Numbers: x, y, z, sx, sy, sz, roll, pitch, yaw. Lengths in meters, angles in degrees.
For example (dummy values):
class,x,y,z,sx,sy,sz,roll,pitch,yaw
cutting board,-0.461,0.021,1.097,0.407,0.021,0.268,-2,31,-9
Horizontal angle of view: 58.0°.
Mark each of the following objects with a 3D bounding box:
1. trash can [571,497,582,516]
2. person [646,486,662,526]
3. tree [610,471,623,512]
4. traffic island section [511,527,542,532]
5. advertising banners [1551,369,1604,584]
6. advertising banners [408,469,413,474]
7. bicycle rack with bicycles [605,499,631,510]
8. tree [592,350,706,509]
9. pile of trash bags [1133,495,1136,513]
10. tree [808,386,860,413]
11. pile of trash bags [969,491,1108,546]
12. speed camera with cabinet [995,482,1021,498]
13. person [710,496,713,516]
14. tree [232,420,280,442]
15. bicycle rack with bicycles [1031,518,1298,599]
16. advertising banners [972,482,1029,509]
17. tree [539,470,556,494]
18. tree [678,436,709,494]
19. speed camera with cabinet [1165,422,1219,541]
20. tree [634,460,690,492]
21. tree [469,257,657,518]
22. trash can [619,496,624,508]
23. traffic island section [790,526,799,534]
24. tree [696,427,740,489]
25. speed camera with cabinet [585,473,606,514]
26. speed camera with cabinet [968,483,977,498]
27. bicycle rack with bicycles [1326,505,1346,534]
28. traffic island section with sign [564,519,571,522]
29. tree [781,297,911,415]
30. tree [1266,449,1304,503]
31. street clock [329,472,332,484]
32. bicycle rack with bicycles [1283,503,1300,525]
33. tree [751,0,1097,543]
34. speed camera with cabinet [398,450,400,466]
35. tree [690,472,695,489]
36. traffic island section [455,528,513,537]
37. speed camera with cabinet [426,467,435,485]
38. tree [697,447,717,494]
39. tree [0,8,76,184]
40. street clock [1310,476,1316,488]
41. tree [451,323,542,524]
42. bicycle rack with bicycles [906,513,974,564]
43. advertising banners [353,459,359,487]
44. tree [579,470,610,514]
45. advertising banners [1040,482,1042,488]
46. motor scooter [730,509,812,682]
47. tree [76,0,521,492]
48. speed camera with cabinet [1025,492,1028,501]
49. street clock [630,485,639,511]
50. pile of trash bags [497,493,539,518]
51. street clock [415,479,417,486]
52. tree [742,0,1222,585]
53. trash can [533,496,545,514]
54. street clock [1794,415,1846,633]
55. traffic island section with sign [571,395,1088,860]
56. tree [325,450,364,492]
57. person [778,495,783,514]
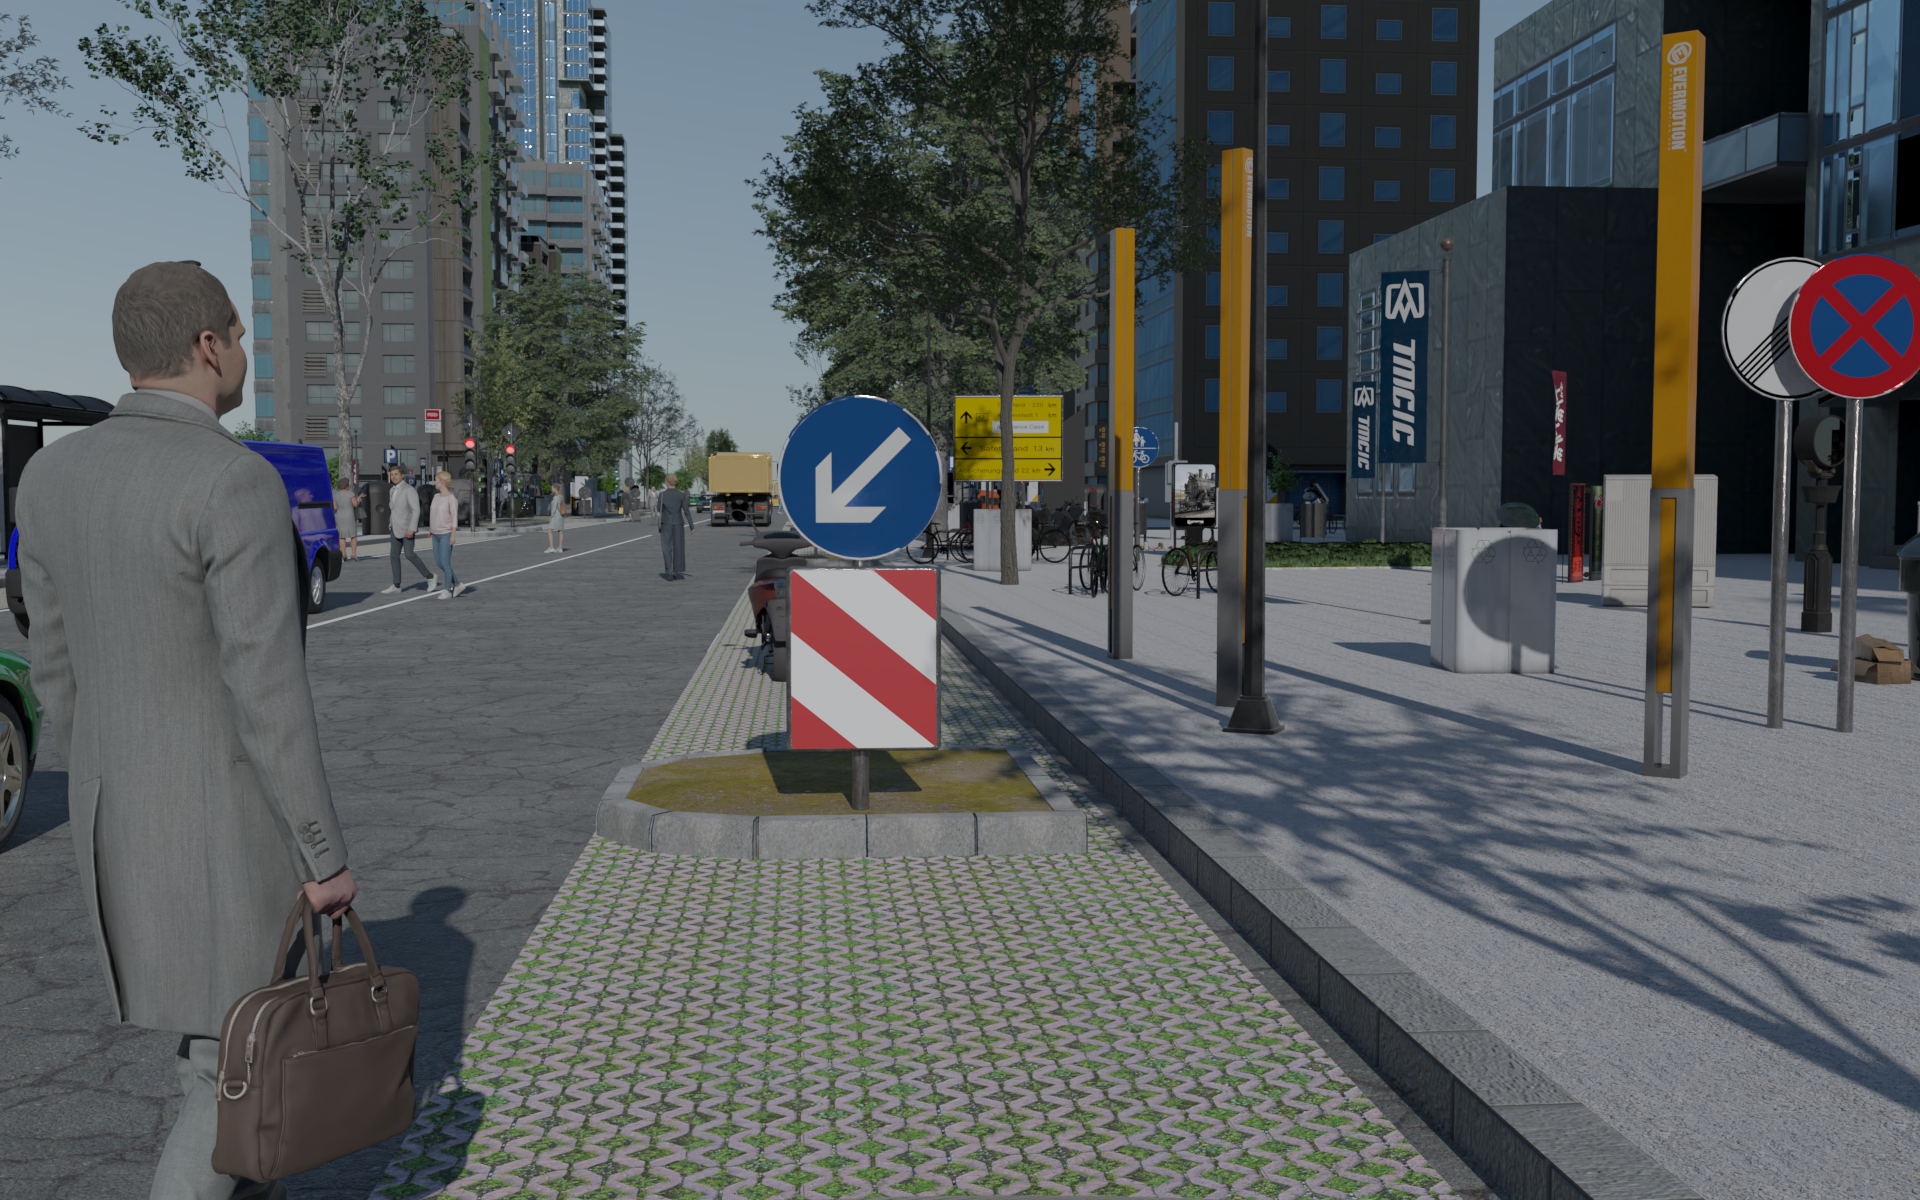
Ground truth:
class,x,y,z,sx,sy,sz,roll,pitch,yaw
trash can,-22.383,-5.470,101.083,0.748,1.137,0.748,0,3,0
person,-13.913,-4.289,78.740,0.709,1.813,0.853,-3,4,-36
tree,-24.579,-7.806,122.230,1.663,3.219,1.824,0,3,0
traffic island section,-17.147,-2.694,66.331,2.009,0.180,2.903,0,4,-5
advertising banners,8.951,-1.766,25.062,0.090,3.025,2.074,3,5,41
advertising banners,-39.365,-7.696,122.011,2.074,3.025,0.090,1,4,21
bicycle rack with bicycles,-27.307,-7.728,139.732,2.852,0.926,2.925,-2,4,-30
tree,-27.057,-14.595,148.993,12.009,13.543,11.850,0,3,0
pile of trash bags,3.810,-2.560,51.606,3.447,1.369,1.912,-2,4,-33
tree,-6.504,-9.222,101.138,4.737,8.622,4.395,0,3,0
pile of trash bags,1.760,-2.101,44.102,3.447,1.369,1.912,3,5,42
speed camera with cabinet,3.792,-8.669,136.077,2.038,3.252,0.660,2,4,27
person,-15.543,-5.864,108.628,0.306,1.304,0.590,-1,4,-15
tree,-31.617,-5.694,76.813,4.285,4.588,4.351,0,3,0
bicycle rack with bicycles,2.417,-0.546,22.310,2.852,0.926,2.925,2,4,32
advertising banners,1.408,-3.722,57.040,2.074,3.025,0.090,1,4,18
tree,-33.064,-8.836,139.065,1.663,3.219,1.824,0,3,0
tree,-35.389,-17.336,233.809,4.737,8.622,4.395,0,3,0
speed camera with cabinet,6.555,-3.252,47.504,0.660,3.252,2.038,-3,5,-39
tree,-28.610,-10.896,161.859,4.285,4.588,4.351,0,3,0
tree,-21.758,-11.486,94.443,9.857,13.997,8.962,0,3,0
trash can,-24.626,-7.053,126.963,0.748,1.137,0.748,0,3,0
traffic island section,-5.602,-2.757,67.360,2.009,0.180,2.903,0,4,-5
tree,-40.498,-22.988,292.854,9.611,12.733,9.660,0,3,0
speed camera with cabinet,-23.093,-7.049,109.579,0.660,3.252,2.038,1,4,11
speed camera with cabinet,1.384,-8.969,140.976,0.660,3.252,2.038,-2,4,-32
bicycle rack with bicycles,12.922,-2.576,55.495,2.852,0.926,2.925,0,4,-6
traffic island section with sign,-19.145,-4.881,88.435,1.989,1.847,2.006,0,4,-5
tree,-9.893,-18.371,156.258,12.611,20.169,13.585,0,3,0
tree,13.724,-4.886,74.487,1.663,3.219,1.824,0,3,0
street clock,-20.864,-3.207,56.997,0.358,2.002,0.471,1,4,10
bicycle rack with bicycles,12.944,-3.521,70.953,2.925,0.926,2.852,2,4,27
tree,-0.593,-8.498,45.593,9.857,13.997,8.962,0,3,0
speed camera with cabinet,-25.219,-5.057,77.011,0.660,3.252,2.038,1,4,21
tree,-32.406,-13.304,201.240,4.285,4.588,4.351,0,3,0
traffic island section,-16.432,-2.208,58.378,2.009,0.180,2.903,0,4,-5
speed camera with cabinet,-38.654,-8.074,126.339,0.660,3.252,2.038,-1,4,-19
tree,-38.480,-19.215,264.522,4.360,8.622,3.978,0,3,0
tree,-16.066,-6.697,19.869,12.009,13.543,11.850,0,3,0
street clock,14.482,-4.072,71.147,0.358,2.002,0.471,1,4,12
tree,-20.171,-7.612,74.813,4.737,8.622,4.395,0,3,0
bicycle rack with bicycles,0.634,-1.168,32.477,2.925,0.926,2.852,1,4,10
advertising banners,-29.314,-5.453,85.341,2.074,3.025,0.090,3,4,37
tree,-24.176,-7.288,113.765,1.663,3.219,1.824,0,3,0
advertising banners,3.091,-4.762,74.054,0.090,3.025,2.074,-3,4,-37
motor scooter,-1.418,-0.063,13.807,0.815,1.314,1.986,0,4,-6
tree,-18.691,-11.809,48.958,12.611,20.169,13.585,0,3,0
speed camera with cabinet,4.438,-8.912,140.046,2.038,3.252,0.660,-1,4,-15
street clock,-25.699,-8.126,137.432,0.471,2.002,0.358,-2,4,-24
pile of trash bags,-24.940,-5.147,93.900,3.447,1.369,1.912,-2,4,-26
street clock,-23.185,-4.193,73.121,0.471,2.002,0.358,1,4,19
tree,0.414,-5.482,24.044,7.601,10.594,8.767,-3,4,-37
trash can,-25.588,-5.730,105.346,0.748,1.137,0.748,0,3,0
street clock,7.969,-0.703,16.057,0.471,2.002,0.358,-1,4,-23
traffic island section with sign,-0.569,0.056,7.710,1.989,1.847,2.006,0,4,-5
tree,-46.093,-8.874,128.811,4.285,4.588,4.351,0,3,0
person,-13.116,-7.160,126.405,0.643,1.720,0.563,-3,4,-37
